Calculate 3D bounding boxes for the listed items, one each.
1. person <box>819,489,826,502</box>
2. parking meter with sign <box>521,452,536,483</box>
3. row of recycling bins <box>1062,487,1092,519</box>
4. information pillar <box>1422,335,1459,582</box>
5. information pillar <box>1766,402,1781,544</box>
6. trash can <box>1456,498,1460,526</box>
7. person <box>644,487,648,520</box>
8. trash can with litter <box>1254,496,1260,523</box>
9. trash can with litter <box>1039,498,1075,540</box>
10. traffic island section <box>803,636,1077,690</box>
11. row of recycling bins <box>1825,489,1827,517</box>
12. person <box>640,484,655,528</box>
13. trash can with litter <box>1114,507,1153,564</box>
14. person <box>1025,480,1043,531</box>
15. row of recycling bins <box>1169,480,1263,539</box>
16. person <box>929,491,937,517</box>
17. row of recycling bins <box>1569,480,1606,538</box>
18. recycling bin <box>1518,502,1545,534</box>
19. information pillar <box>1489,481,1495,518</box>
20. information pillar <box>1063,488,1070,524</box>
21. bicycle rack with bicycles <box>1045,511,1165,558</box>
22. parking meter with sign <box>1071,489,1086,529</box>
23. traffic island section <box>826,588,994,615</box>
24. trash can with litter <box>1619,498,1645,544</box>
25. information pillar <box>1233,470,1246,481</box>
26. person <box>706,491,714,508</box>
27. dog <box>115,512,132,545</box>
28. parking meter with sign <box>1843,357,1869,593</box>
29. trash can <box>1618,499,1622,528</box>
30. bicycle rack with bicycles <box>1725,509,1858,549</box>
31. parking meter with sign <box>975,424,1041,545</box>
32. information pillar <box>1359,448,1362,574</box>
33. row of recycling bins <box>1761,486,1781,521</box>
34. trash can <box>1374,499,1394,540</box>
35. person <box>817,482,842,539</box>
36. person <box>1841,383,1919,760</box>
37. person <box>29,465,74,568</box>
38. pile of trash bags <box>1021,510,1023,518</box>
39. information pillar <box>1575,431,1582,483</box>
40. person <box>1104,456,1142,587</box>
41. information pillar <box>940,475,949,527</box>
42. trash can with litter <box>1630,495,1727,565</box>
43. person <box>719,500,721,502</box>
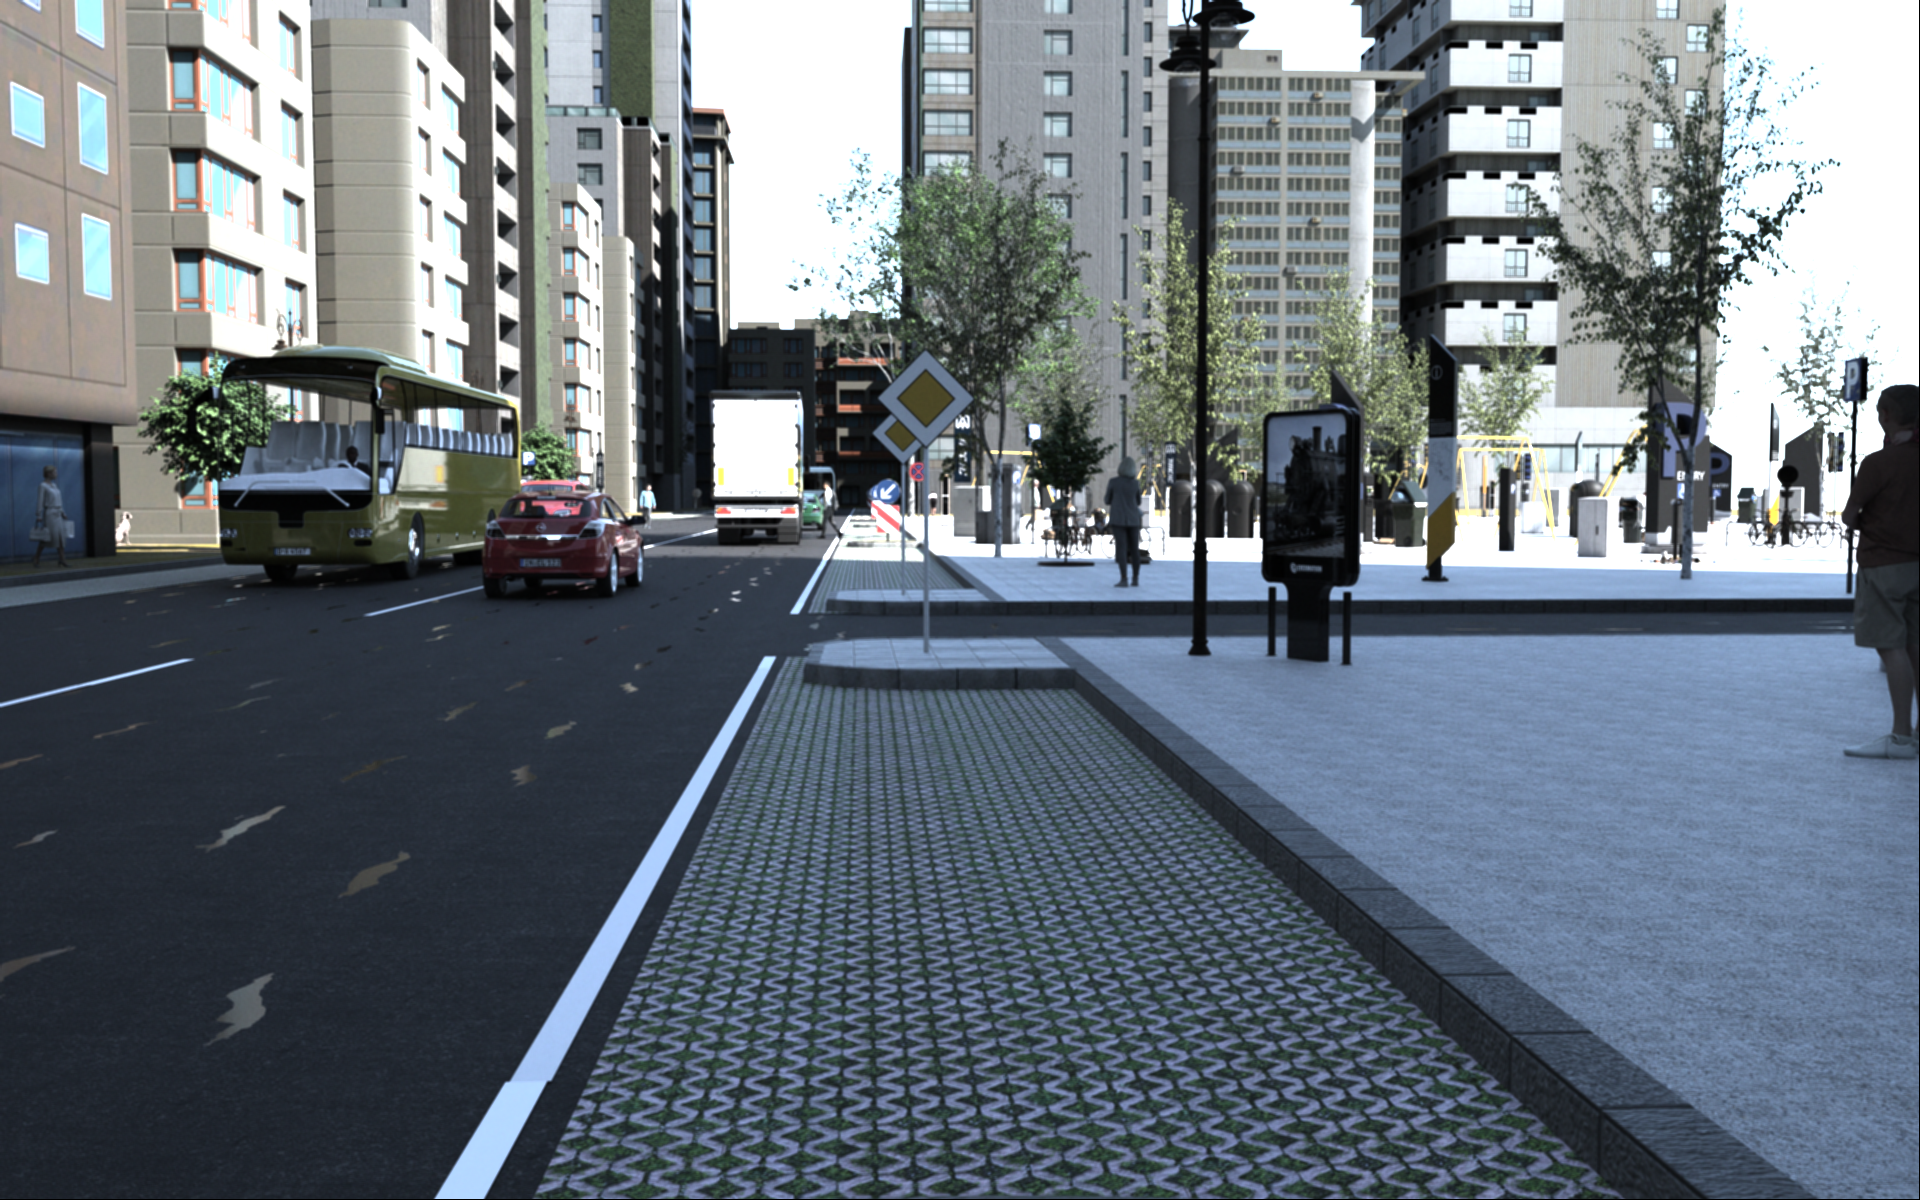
[{"bbox_3d":[-8.776,-6.463,113.798,1.348,1.869,0.705,2,4,23],"label":"person"},{"bbox_3d":[-17.790,-4.560,70.817,0.543,3.016,1.738,0,4,-2],"label":"parking meter with sign"},{"bbox_3d":[5.611,-5.168,91.606,1.069,1.692,3.534,-3,5,-43],"label":"row of recycling bins"},{"bbox_3d":[7.049,-2.080,25.355,0.183,3.616,0.504,-2,4,-34],"label":"information pillar"},{"bbox_3d":[20.787,-3.236,44.256,0.504,3.616,0.183,-3,5,-43],"label":"information pillar"},{"bbox_3d":[18.708,-3.330,66.091,0.748,1.137,0.748,0,3,0],"label":"trash can"},{"bbox_3d":[-17.261,-5.348,95.740,0.447,1.846,0.655,1,4,10],"label":"person"},{"bbox_3d":[13.845,-4.317,81.647,1.678,1.210,2.233,2,4,33],"label":"trash can with litter"},{"bbox_3d":[2.709,-2.272,48.528,0.624,1.170,1.055,2,4,35],"label":"trash can with litter"},{"bbox_3d":[-0.230,0.505,14.029,2.009,0.180,2.903,0,4,-3],"label":"traffic island section"},{"bbox_3d":[46.833,-5.510,97.196,1.069,1.692,3.534,-3,5,-39],"label":"row of recycling bins"},{"bbox_3d":[-13.153,-3.951,72.966,0.638,1.841,0.748,0,4,-7],"label":"person"},{"bbox_3d":[3.250,-1.267,32.096,0.624,1.170,1.055,-1,4,-22],"label":"trash can with litter"},{"bbox_3d":[2.553,-3.247,59.622,0.515,1.767,0.782,-1,4,-14],"label":"person"},{"bbox_3d":[7.764,-2.641,50.290,3.534,1.692,1.069,2,4,24],"label":"row of recycling bins"},{"bbox_3d":[-1.519,-5.493,99.047,0.628,1.438,0.799,-2,4,-34],"label":"person"},{"bbox_3d":[18.737,-2.723,51.633,1.069,1.692,3.534,1,4,17],"label":"row of recycling bins"},{"bbox_3d":[18.362,-2.635,55.631,0.722,1.027,0.722,0,4,8],"label":"recycling bin"},{"bbox_3d":[29.010,-5.502,94.455,0.304,2.012,0.304,1,4,21],"label":"information pillar"},{"bbox_3d":[4.498,-4.202,73.194,0.304,2.012,0.304,0,4,-4],"label":"information pillar"},{"bbox_3d":[2.787,-1.355,35.533,2.852,0.926,2.925,3,4,36],"label":"bicycle rack with bicycles"},{"bbox_3d":[4.391,-4.195,64.842,0.543,3.016,1.738,0,4,-7],"label":"parking meter with sign"},{"bbox_3d":[-0.677,0.017,22.002,2.009,0.180,2.903,0,4,-3],"label":"traffic island section"},{"bbox_3d":[17.514,-2.056,44.999,0.624,1.170,1.055,3,5,42],"label":"trash can with litter"},{"bbox_3d":[8.697,-3.023,53.923,0.304,2.012,0.304,-1,4,-15],"label":"information pillar"},{"bbox_3d":[-23.215,-9.421,160.885,0.742,1.727,0.445,-2,4,-33],"label":"person"},{"bbox_3d":[-21.251,-1.785,43.562,0.800,0.831,0.513,-2,4,-28],"label":"dog"},{"bbox_3d":[12.335,-1.589,22.245,1.738,3.016,0.543,0,4,6],"label":"parking meter with sign"},{"bbox_3d":[24.880,-3.264,65.020,0.748,1.137,0.748,0,3,0],"label":"trash can"},{"bbox_3d":[19.667,-1.710,41.343,2.852,0.926,2.925,-1,4,-9],"label":"bicycle rack with bicycles"},{"bbox_3d":[1.166,-2.911,43.857,1.738,3.016,0.543,3,4,36],"label":"parking meter with sign"},{"bbox_3d":[6.300,-1.433,27.921,0.304,2.012,0.304,0,4,8],"label":"information pillar"},{"bbox_3d":[39.676,-4.641,82.985,3.534,1.692,1.069,-2,4,-35],"label":"row of recycling bins"},{"bbox_3d":[11.851,-2.236,48.212,0.748,1.137,0.748,0,3,0],"label":"trash can"},{"bbox_3d":[-4.193,-2.882,55.729,0.850,1.850,0.679,1,4,14],"label":"person"},{"bbox_3d":[4.636,-0.154,8.534,0.573,1.828,0.580,1,4,17],"label":"person"},{"bbox_3d":[-15.912,-1.462,30.297,0.624,1.780,0.694,1,4,17],"label":"person"},{"bbox_3d":[3.010,-5.189,94.591,3.447,1.369,1.912,0,4,-1],"label":"pile of trash bags"},{"bbox_3d":[22.994,-4.469,64.418,0.183,3.616,0.504,3,4,38],"label":"information pillar"},{"bbox_3d":[2.250,-1.089,24.029,0.537,1.800,0.526,0,4,-5],"label":"person"},{"bbox_3d":[-0.592,-3.837,67.228,0.304,2.012,0.304,-1,4,-11],"label":"information pillar"},{"bbox_3d":[13.179,-1.295,32.236,1.678,1.210,2.233,2,4,34],"label":"trash can with litter"},{"bbox_3d":[-15.477,-6.422,114.019,0.721,1.766,1.217,-3,5,-41],"label":"person"}]
